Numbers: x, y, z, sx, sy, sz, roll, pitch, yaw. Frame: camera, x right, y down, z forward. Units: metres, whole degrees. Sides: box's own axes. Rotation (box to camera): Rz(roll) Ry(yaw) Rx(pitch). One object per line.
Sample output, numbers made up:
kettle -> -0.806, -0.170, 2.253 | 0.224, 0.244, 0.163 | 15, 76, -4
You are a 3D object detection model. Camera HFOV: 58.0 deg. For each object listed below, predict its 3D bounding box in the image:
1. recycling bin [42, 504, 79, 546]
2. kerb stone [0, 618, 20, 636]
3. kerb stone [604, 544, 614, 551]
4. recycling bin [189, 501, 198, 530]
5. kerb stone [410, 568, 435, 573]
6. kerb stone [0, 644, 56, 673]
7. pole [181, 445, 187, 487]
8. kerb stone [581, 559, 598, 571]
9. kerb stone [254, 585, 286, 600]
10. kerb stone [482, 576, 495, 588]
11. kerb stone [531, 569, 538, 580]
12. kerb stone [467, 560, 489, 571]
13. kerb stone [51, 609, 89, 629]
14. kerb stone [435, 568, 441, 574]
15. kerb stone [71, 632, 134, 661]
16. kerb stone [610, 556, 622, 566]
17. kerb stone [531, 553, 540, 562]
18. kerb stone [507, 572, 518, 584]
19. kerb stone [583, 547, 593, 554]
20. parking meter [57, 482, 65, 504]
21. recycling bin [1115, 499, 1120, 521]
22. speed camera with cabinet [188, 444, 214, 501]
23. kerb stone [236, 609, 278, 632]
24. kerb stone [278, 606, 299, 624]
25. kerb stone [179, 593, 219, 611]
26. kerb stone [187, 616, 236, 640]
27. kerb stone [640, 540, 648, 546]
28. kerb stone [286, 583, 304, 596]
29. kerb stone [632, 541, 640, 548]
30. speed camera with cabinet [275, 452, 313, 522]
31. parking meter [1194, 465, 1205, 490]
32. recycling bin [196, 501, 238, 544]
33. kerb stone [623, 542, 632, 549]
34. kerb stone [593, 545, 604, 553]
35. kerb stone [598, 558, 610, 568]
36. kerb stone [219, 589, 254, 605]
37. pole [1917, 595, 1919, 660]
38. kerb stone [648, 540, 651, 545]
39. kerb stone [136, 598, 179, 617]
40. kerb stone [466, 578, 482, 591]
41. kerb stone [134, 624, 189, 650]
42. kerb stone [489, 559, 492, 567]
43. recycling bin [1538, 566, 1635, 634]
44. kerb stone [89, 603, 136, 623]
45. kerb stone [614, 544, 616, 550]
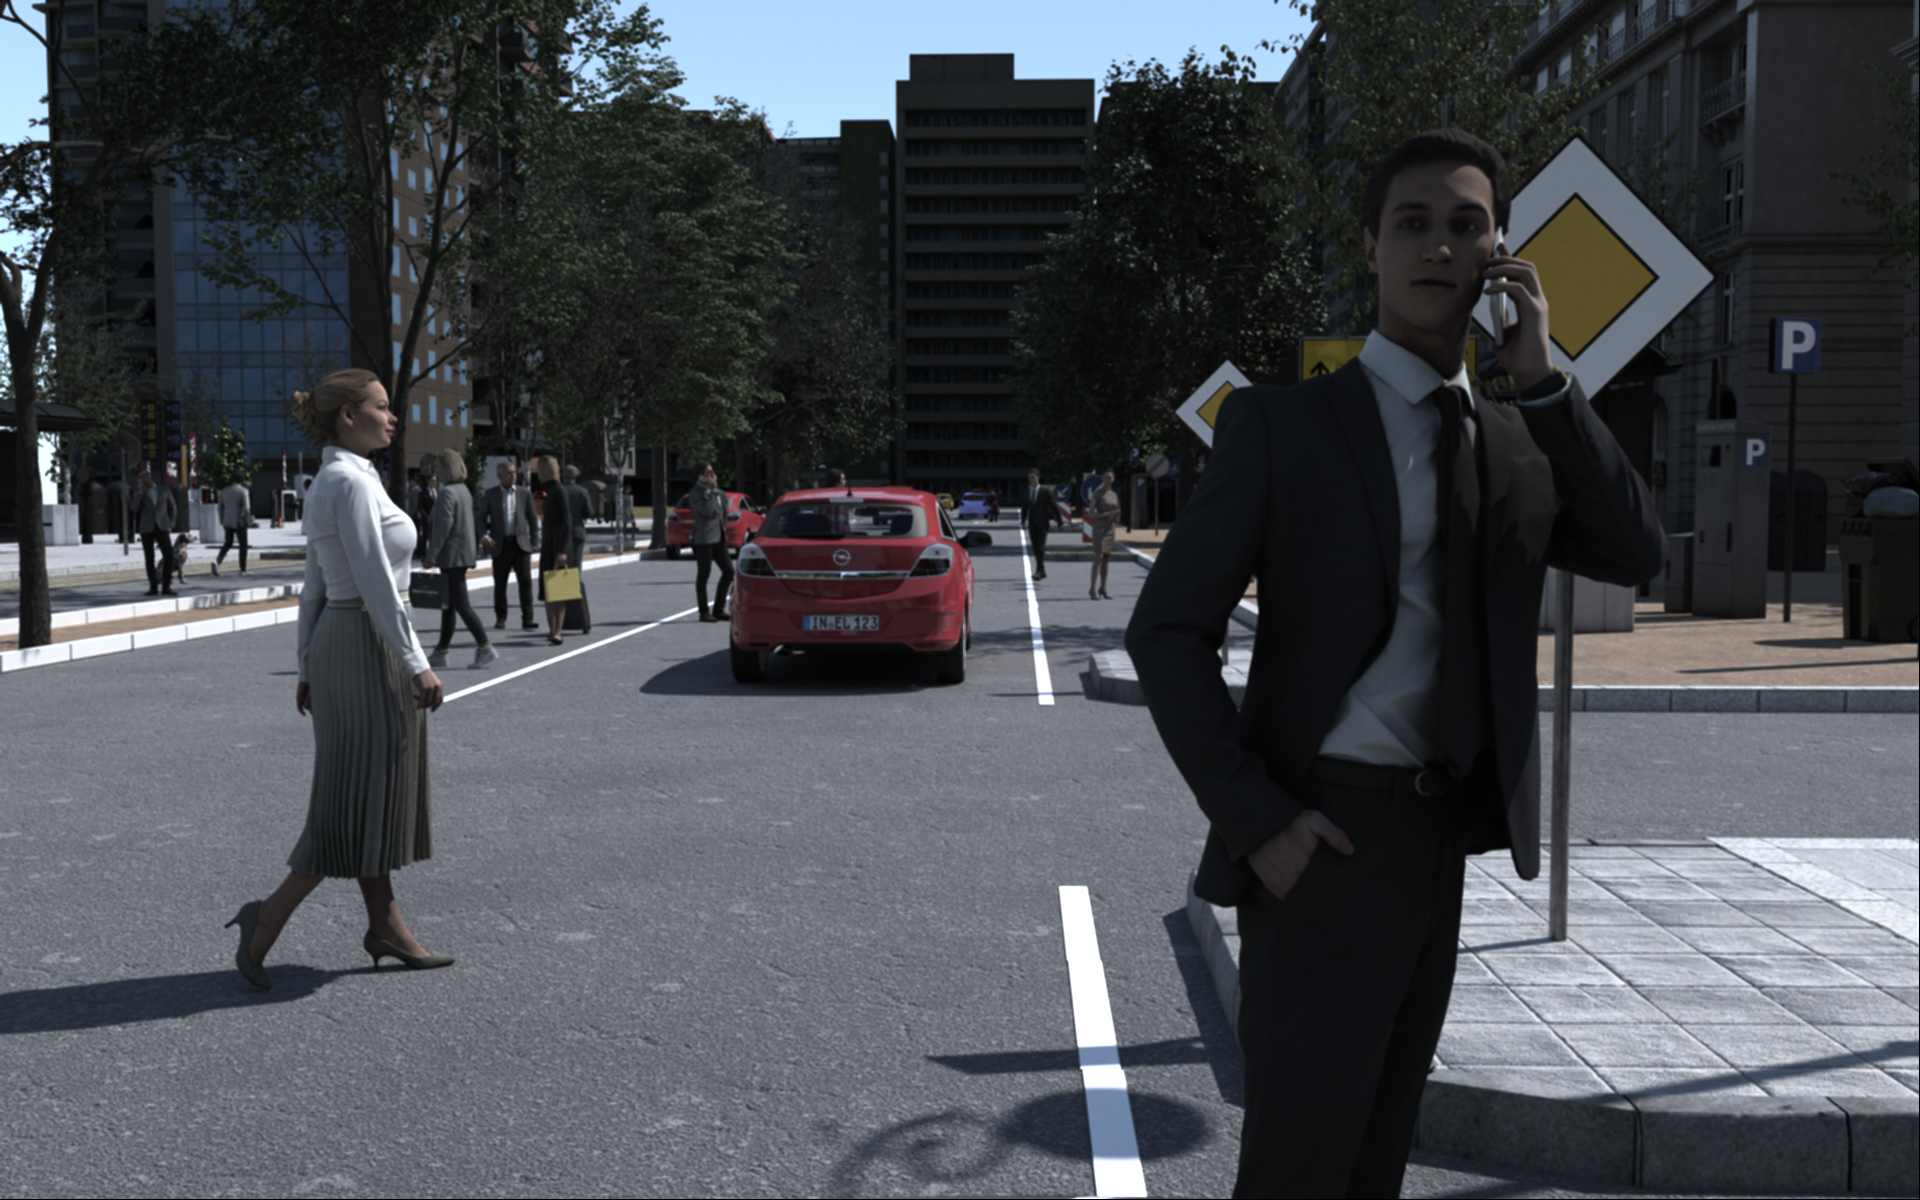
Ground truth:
recycling bin -> -22.321, -1.851, 42.816 | 0.722, 1.027, 0.722 | 2, 4, 30
kerb stone -> -9.702, 0.288, 17.489 | 0.120, 0.150, 1.000 | 0, 4, 2
kerb stone -> -8.862, -1.278, 43.097 | 0.120, 0.150, 1.000 | 0, 4, 2
recycling bin -> -27.485, -3.034, 62.156 | 0.722, 1.027, 0.722 | 0, 4, -7
kerb stone -> -9.299, -0.464, 29.790 | 0.120, 0.150, 1.000 | 0, 4, 2
kerb stone -> -7.704, 0.482, 14.347 | 0.120, 0.150, 1.000 | 0, 4, 2
pole -> -32.237, -4.781, 72.009 | 0.158, 3.312, 0.155 | 0, 3, 0
kerb stone -> -7.093, -0.646, 32.798 | 0.120, 0.150, 1.000 | 0, 4, 2
kerb stone -> -9.495, -0.087, 23.629 | 0.120, 0.150, 1.000 | 0, 4, 2
kerb stone -> -7.302, -0.268, 26.647 | 0.120, 0.150, 1.000 | 0, 4, 2
kerb stone -> -7.238, -0.396, 28.694 | 0.120, 0.150, 1.000 | 0, 4, 2
kerb stone -> -9.192, -0.652, 32.860 | 0.120, 0.150, 1.000 | 0, 4, 2
kerb stone -> -9.668, 0.228, 18.517 | 0.120, 0.150, 1.000 | 0, 4, 2
kerb stone -> -9.262, -0.527, 30.811 | 0.120, 0.150, 1.000 | 0, 4, 2
kerb stone -> -7.673, 0.419, 15.379 | 0.120, 0.150, 1.000 | 0, 4, 2
kerb stone -> -7.033, -0.773, 34.845 | 0.120, 0.150, 1.000 | 0, 4, 2
kerb stone -> -9.055, -0.903, 36.957 | 0.120, 0.150, 1.000 | 0, 4, 2
kerb stone -> -7.265, -0.335, 27.672 | 0.120, 0.150, 1.000 | 0, 4, 2
kerb stone -> -8.931, -1.150, 41.049 | 0.120, 0.150, 1.000 | 0, 4, 2
parking meter -> -43.787, -4.819, 84.502 | 0.255, 1.863, 0.399 | 2, 4, 35
recycling bin -> 7.375, -4.341, 83.532 | 0.722, 1.027, 0.722 | -2, 4, -27
speed camera with cabinet -> -30.420, -4.526, 68.333 | 2.038, 3.252, 0.660 | 2, 4, 25
kerb stone -> -7.567, 0.230, 18.459 | 0.120, 0.150, 1.000 | 0, 4, 2
kerb stone -> -7.532, 0.167, 19.481 | 0.120, 0.150, 1.000 | 0, 4, 2
kerb stone -> -9.562, 0.037, 21.584 | 0.120, 0.150, 1.000 | 0, 4, 2
kerb stone -> -7.602, 0.293, 17.437 | 0.120, 0.150, 1.000 | 0, 4, 2
kerb stone -> -8.727, -1.528, 47.186 | 0.120, 0.150, 1.000 | 0, 4, 2
kerb stone -> -9.469, -0.151, 24.670 | 0.120, 0.150, 1.000 | 0, 4, 2
kerb stone -> -8.759, -1.464, 46.164 | 0.120, 0.150, 1.000 | 0, 4, 2
speed camera with cabinet -> -31.211, -5.303, 81.047 | 0.660, 3.252, 2.038 | 2, 4, 24
parking meter -> 5.394, -2.021, 38.754 | 0.255, 1.863, 0.399 | -1, 4, -9
recycling bin -> -19.276, -1.989, 45.070 | 0.722, 1.027, 0.722 | 3, 4, 38
kerb stone -> -8.794, -1.402, 45.142 | 0.120, 0.150, 1.000 | 0, 4, 2
kerb stone -> -8.892, -1.216, 42.073 | 0.120, 0.150, 1.000 | 0, 4, 2
kerb stone -> -7.060, -0.711, 33.823 | 0.120, 0.150, 1.000 | 0, 4, 2
kerb stone -> -9.532, -0.025, 22.606 | 0.120, 0.150, 1.000 | 0, 4, 2
pole -> 7.532, -1.191, 13.324 | 0.158, 3.312, 0.155 | 0, 3, 0
kerb stone -> -8.698, -1.591, 48.209 | 0.120, 0.150, 1.000 | 0, 4, 2
kerb stone -> -9.606, 0.100, 20.562 | 0.120, 0.150, 1.000 | 0, 4, 2
kerb stone -> -7.329, -0.210, 25.625 | 0.120, 0.150, 1.000 | 0, 4, 2
kerb stone -> -7.630, 0.358, 16.404 | 0.120, 0.150, 1.000 | 0, 4, 2
kerb stone -> -9.169, -0.715, 33.887 | 0.120, 0.150, 1.000 | 0, 4, 2
recycling bin -> 5.838, -0.229, 16.303 | 0.722, 1.027, 0.722 | -1, 4, -17
kerb stone -> -9.634, 0.163, 19.538 | 0.120, 0.150, 1.000 | 0, 4, 2
kerb stone -> -8.825, -1.341, 44.119 | 0.120, 0.150, 1.000 | 0, 4, 2
